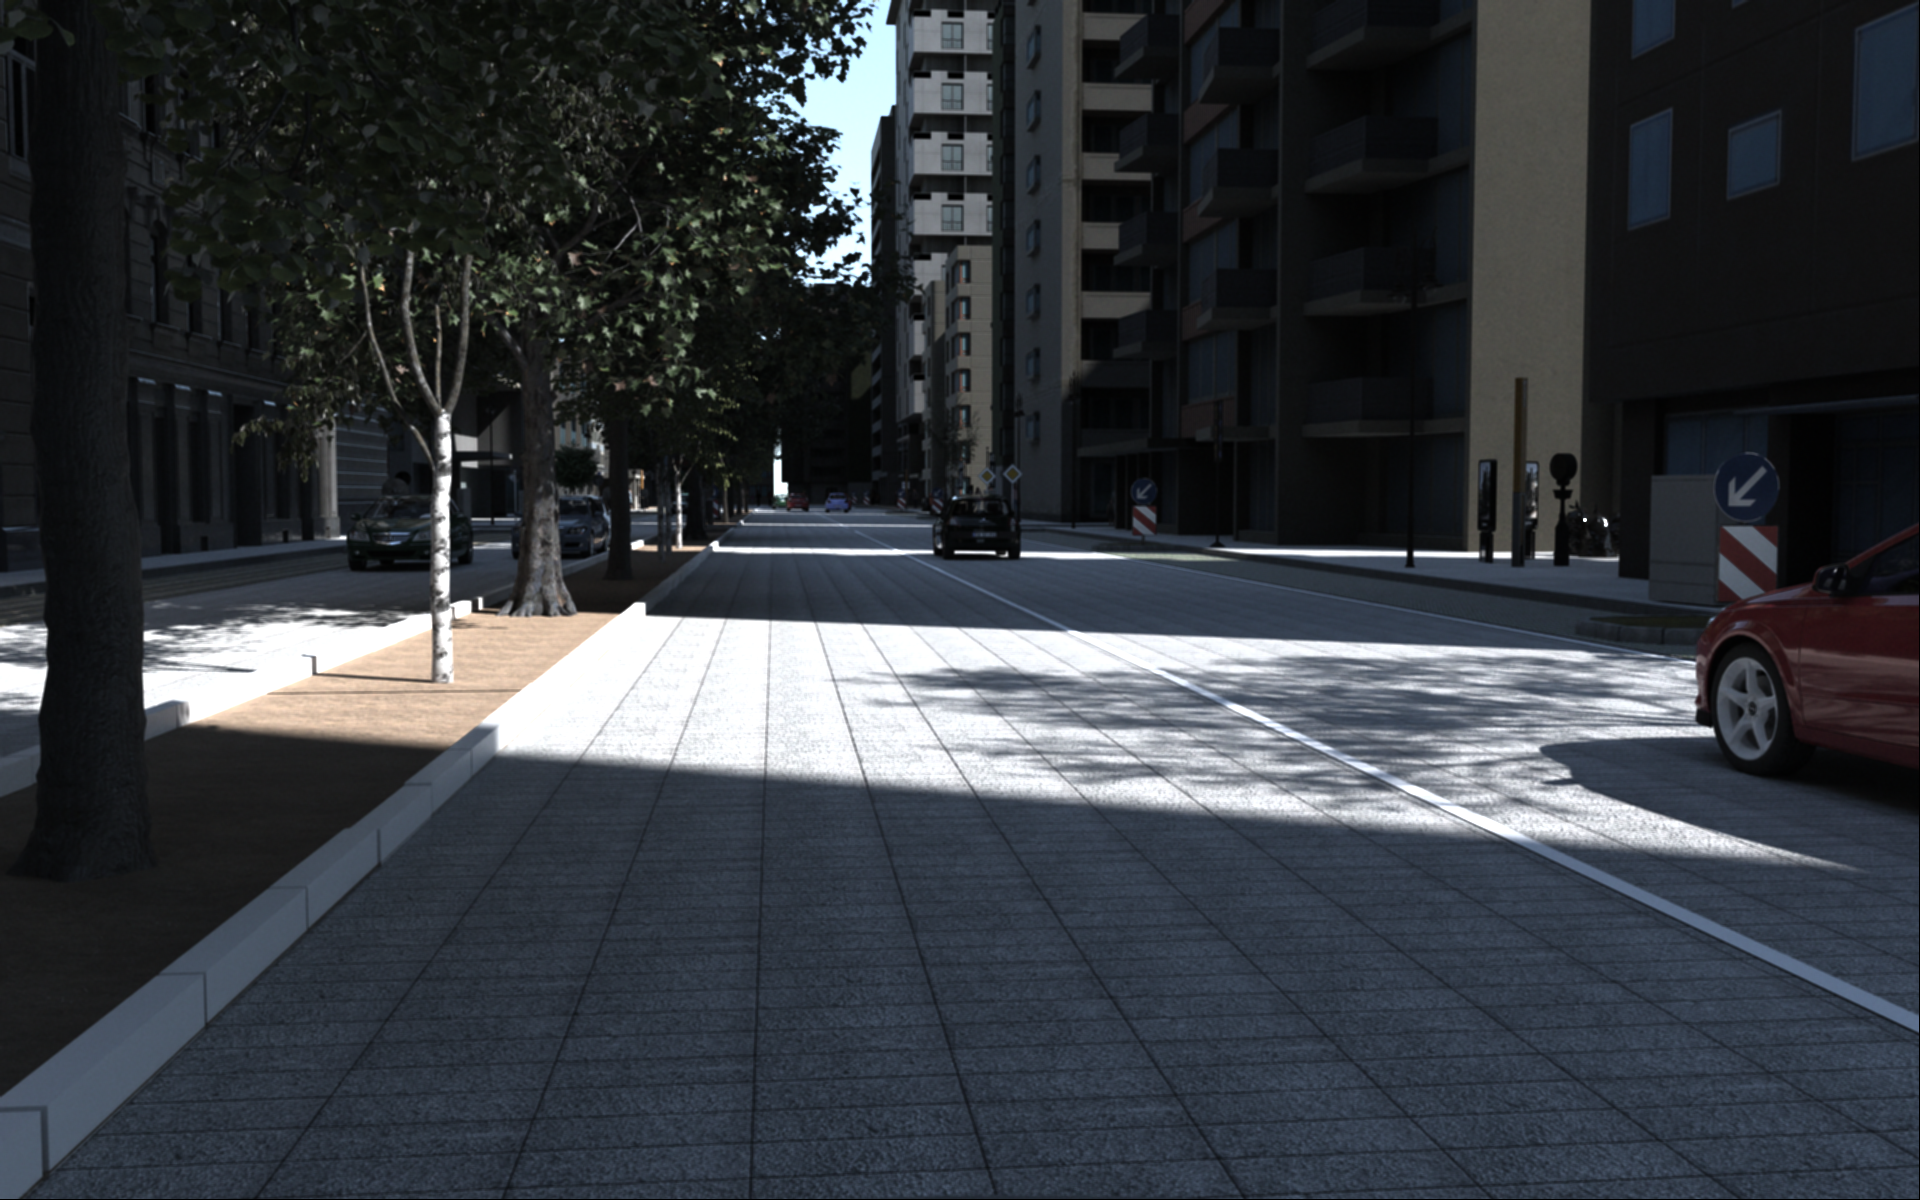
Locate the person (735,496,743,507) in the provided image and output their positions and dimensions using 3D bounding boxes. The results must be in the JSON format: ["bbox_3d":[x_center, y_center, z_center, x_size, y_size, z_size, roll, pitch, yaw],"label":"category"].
[{"bbox_3d":[-24.464,-11.330,193.880,1.348,1.807,0.705,0,4,-6],"label":"person"}]

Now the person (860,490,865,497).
[{"bbox_3d":[-12.442,-13.397,225.091,1.348,1.823,0.705,-2,4,-23],"label":"person"}]

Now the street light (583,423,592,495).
[{"bbox_3d":[-23.198,-8.269,107.989,0.468,5.910,1.993,0,4,-6],"label":"street light"}]

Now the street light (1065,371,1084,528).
[{"bbox_3d":[4.262,-5.633,64.892,0.468,5.910,1.993,0,4,-6],"label":"street light"}]

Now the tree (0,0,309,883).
[{"bbox_3d":[-3.445,-5.262,6.614,7.486,12.596,7.792,0,3,0],"label":"tree"}]

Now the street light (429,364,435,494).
[{"bbox_3d":[-18.009,-5.264,58.856,0.468,5.910,1.993,0,4,-6],"label":"street light"}]

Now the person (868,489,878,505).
[{"bbox_3d":[-10.194,-12.159,204.810,1.348,1.831,0.705,-1,4,-16],"label":"person"}]

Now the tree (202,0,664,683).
[{"bbox_3d":[-3.956,-3.685,13.073,4.360,8.622,3.978,0,3,0],"label":"tree"}]

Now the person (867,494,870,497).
[{"bbox_3d":[-11.707,-13.025,219.528,1.217,1.766,0.721,2,4,33],"label":"person"}]

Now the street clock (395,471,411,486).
[{"bbox_3d":[-17.726,-3.093,55.143,0.471,2.002,0.358,-2,4,-27],"label":"street clock"}]

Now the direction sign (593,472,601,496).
[{"bbox_3d":[-30.294,-9.309,144.199,0.876,3.537,0.379,0,4,8],"label":"direction sign"}]

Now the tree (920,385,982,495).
[{"bbox_3d":[-0.598,-10.244,117.854,4.360,8.622,3.978,0,3,0],"label":"tree"}]

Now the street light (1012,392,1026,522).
[{"bbox_3d":[2.666,-6.466,78.509,0.468,5.910,1.993,0,4,-6],"label":"street light"}]

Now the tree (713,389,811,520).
[{"bbox_3d":[-13.108,-11.053,93.543,12.009,13.543,11.850,0,3,0],"label":"tree"}]

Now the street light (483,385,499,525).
[{"bbox_3d":[-19.492,-6.071,72.047,0.468,5.910,1.993,0,4,-6],"label":"street light"}]

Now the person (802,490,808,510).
[{"bbox_3d":[-13.724,-8.815,152.639,0.705,1.822,1.348,2,4,33],"label":"person"}]

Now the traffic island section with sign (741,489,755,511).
[{"bbox_3d":[-18.389,-8.505,147.197,2.006,1.907,1.989,0,4,-6],"label":"traffic island section with sign"}]

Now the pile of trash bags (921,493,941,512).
[{"bbox_3d":[-1.936,-7.083,125.552,1.912,1.369,3.447,0,4,2],"label":"pile of trash bags"}]

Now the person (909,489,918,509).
[{"bbox_3d":[-4.069,-8.868,151.562,0.750,1.759,0.617,-2,4,-28],"label":"person"}]

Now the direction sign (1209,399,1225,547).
[{"bbox_3d":[6.231,-3.048,41.831,0.379,3.537,0.876,0,4,-3],"label":"direction sign"}]

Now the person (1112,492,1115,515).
[{"bbox_3d":[6.536,-3.804,70.802,0.694,1.812,0.767,3,5,44],"label":"person"}]

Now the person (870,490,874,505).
[{"bbox_3d":[-10.078,-11.778,198.705,0.705,1.812,1.348,1,4,10],"label":"person"}]

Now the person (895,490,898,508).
[{"bbox_3d":[-5.809,-9.267,159.020,0.415,1.643,0.593,1,4,12],"label":"person"}]

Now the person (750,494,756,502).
[{"bbox_3d":[-26.307,-12.732,219.890,0.991,1.433,0.599,2,4,26],"label":"person"}]

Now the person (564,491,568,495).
[{"bbox_3d":[-25.063,-6.210,110.176,0.523,1.515,0.503,-2,4,-24],"label":"person"}]

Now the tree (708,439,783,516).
[{"bbox_3d":[-14.765,-11.262,112.348,9.928,11.665,9.643,0,3,0],"label":"tree"}]

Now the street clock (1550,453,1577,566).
[{"bbox_3d":[10.744,-1.609,30.882,0.358,2.002,0.471,-1,4,-19],"label":"street clock"}]

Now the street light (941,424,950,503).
[{"bbox_3d":[-0.960,-8.606,113.501,0.468,5.910,1.993,0,4,-6],"label":"street light"}]

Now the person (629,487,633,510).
[{"bbox_3d":[-26.186,-8.035,137.516,0.778,1.811,0.616,3,4,38],"label":"person"}]

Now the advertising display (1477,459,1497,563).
[{"bbox_3d":[9.875,-1.666,32.457,0.123,1.923,0.974,0,4,4],"label":"advertising display"}]

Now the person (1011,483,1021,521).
[{"bbox_3d":[2.642,-4.645,81.990,0.555,1.821,0.388,-3,5,-43],"label":"person"}]

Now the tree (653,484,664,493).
[{"bbox_3d":[-31.341,-11.456,181.914,1.663,3.219,1.824,0,3,0],"label":"tree"}]

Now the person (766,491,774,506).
[{"bbox_3d":[-22.163,-11.862,202.373,1.348,1.831,0.705,2,4,32],"label":"person"}]

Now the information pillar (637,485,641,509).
[{"bbox_3d":[-27.008,-8.661,146.105,0.304,2.012,0.304,-3,5,-40],"label":"information pillar"}]

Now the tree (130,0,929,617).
[{"bbox_3d":[-4.991,-6.166,20.280,9.611,12.733,9.660,0,3,0],"label":"tree"}]

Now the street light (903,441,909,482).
[{"bbox_3d":[-4.684,-10.728,148.192,0.468,5.910,1.993,0,4,-6],"label":"street light"}]

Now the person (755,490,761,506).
[{"bbox_3d":[-23.497,-11.832,201.582,0.705,1.869,1.348,2,4,28],"label":"person"}]

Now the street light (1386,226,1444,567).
[{"bbox_3d":[7.891,-3.511,30.191,0.468,5.910,1.993,0,4,-6],"label":"street light"}]

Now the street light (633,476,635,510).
[{"bbox_3d":[-27.068,-10.456,143.741,0.468,5.910,1.993,0,4,-6],"label":"street light"}]

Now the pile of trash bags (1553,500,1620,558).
[{"bbox_3d":[13.449,-1.556,35.189,1.912,1.369,3.447,0,4,1],"label":"pile of trash bags"}]

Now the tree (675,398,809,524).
[{"bbox_3d":[-11.341,-8.991,83.878,8.767,10.594,7.601,0,4,-6],"label":"tree"}]

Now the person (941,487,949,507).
[{"bbox_3d":[-0.953,-6.753,116.629,0.709,1.800,0.728,-1,4,-23],"label":"person"}]

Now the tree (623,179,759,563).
[{"bbox_3d":[-6.090,-5.039,35.204,4.737,8.622,4.395,0,3,0],"label":"tree"}]

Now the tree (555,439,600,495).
[{"bbox_3d":[-23.000,-7.292,102.933,4.285,4.588,4.351,0,3,0],"label":"tree"}]

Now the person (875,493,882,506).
[{"bbox_3d":[-9.009,-11.168,191.893,1.065,1.426,0.557,-2,4,-27],"label":"person"}]

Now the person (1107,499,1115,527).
[{"bbox_3d":[6.322,-3.624,72.421,0.362,1.253,0.373,0,4,-2],"label":"person"}]

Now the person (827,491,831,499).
[{"bbox_3d":[-14.181,-10.845,186.534,0.721,1.743,1.217,-1,4,-12],"label":"person"}]

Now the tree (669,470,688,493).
[{"bbox_3d":[-34.529,-14.025,213.019,4.285,4.588,4.351,0,3,0],"label":"tree"}]

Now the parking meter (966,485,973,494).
[{"bbox_3d":[0.625,-6.331,109.230,0.399,1.863,0.255,-1,4,-13],"label":"parking meter"}]

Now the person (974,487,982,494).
[{"bbox_3d":[1.122,-6.757,117.109,0.593,1.750,0.643,-2,4,-26],"label":"person"}]

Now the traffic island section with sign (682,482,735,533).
[{"bbox_3d":[-9.609,-3.485,65.118,2.006,1.907,1.989,0,4,-6],"label":"traffic island section with sign"}]

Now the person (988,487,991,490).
[{"bbox_3d":[1.950,-6.730,116.173,0.635,1.810,0.391,0,4,-3],"label":"person"}]

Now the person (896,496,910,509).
[{"bbox_3d":[-5.044,-8.959,153.246,1.217,1.735,0.721,1,4,9],"label":"person"}]
